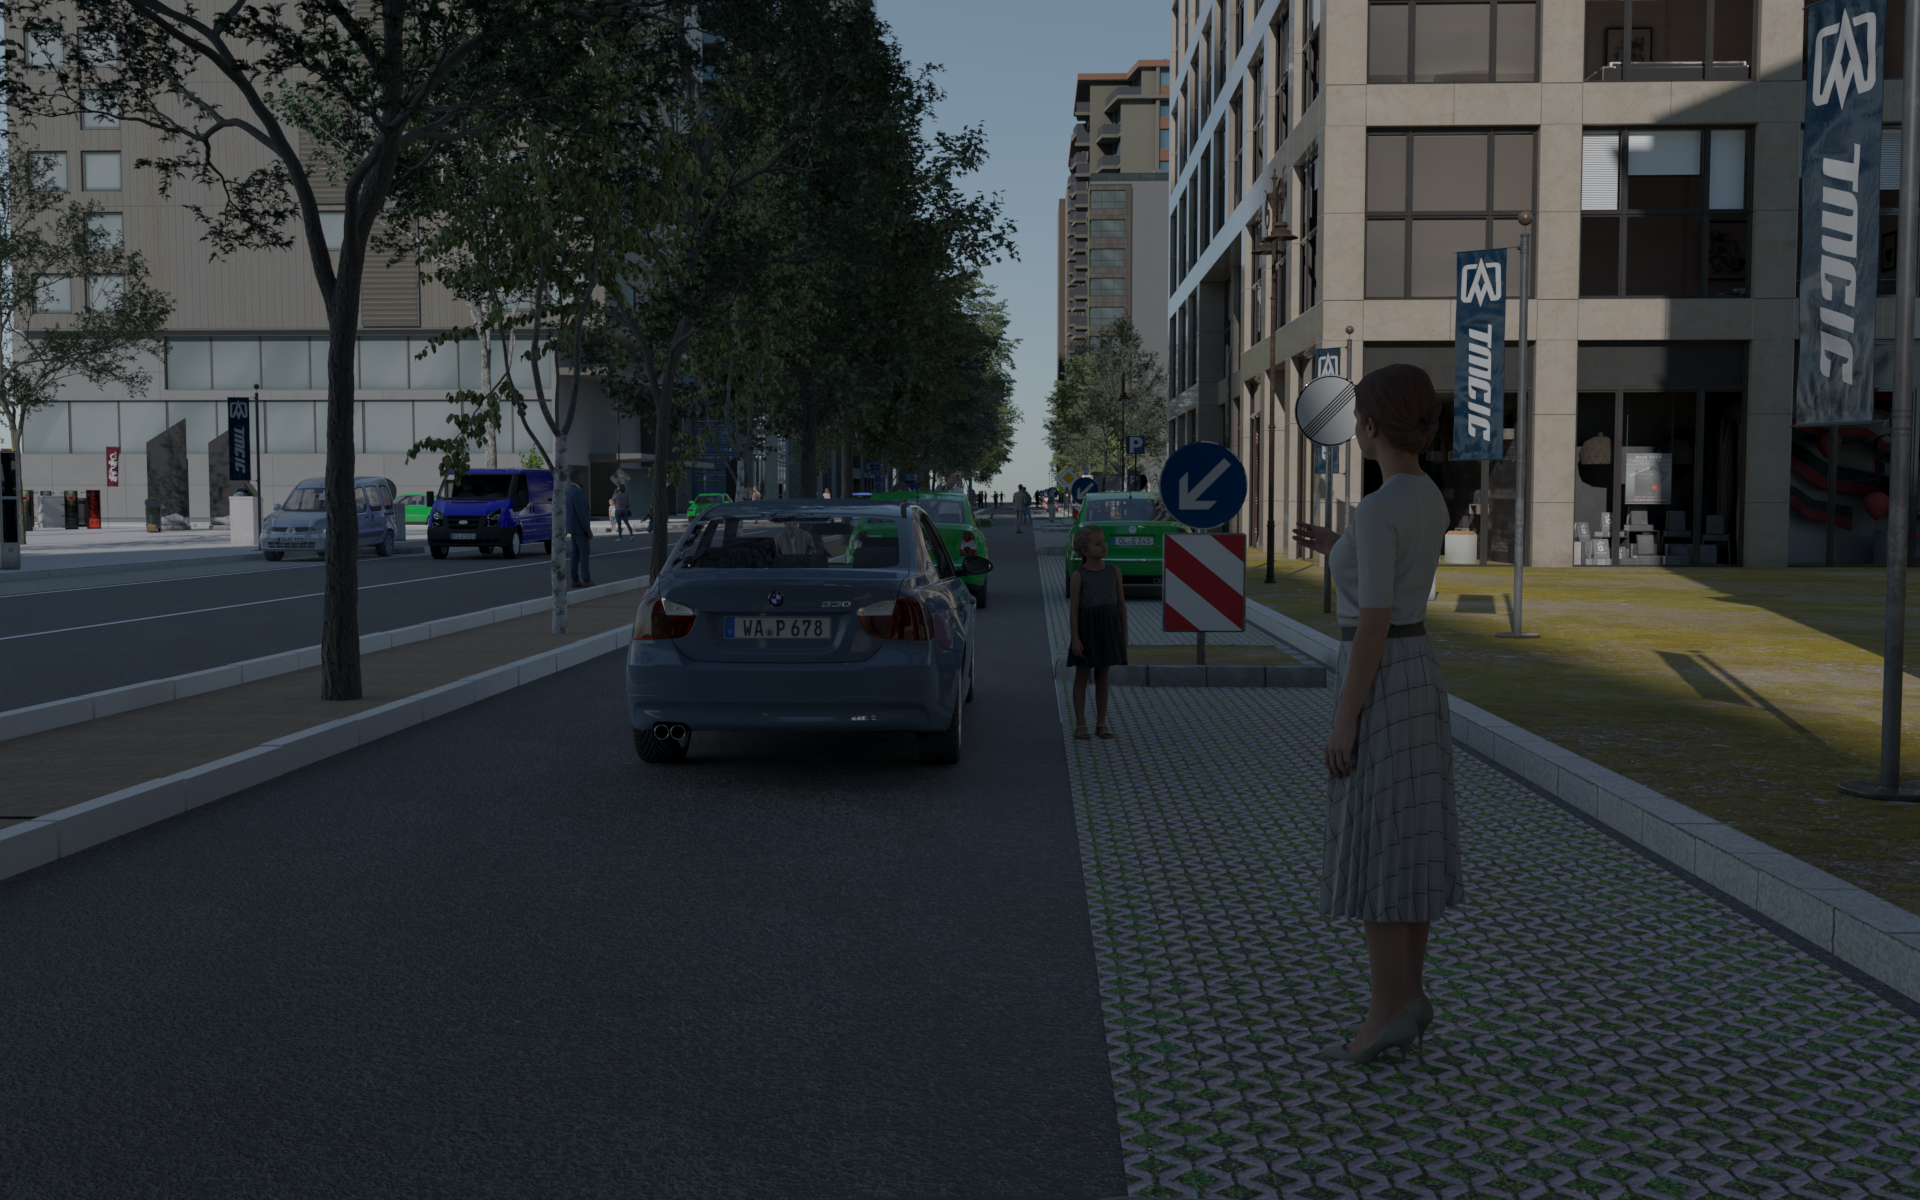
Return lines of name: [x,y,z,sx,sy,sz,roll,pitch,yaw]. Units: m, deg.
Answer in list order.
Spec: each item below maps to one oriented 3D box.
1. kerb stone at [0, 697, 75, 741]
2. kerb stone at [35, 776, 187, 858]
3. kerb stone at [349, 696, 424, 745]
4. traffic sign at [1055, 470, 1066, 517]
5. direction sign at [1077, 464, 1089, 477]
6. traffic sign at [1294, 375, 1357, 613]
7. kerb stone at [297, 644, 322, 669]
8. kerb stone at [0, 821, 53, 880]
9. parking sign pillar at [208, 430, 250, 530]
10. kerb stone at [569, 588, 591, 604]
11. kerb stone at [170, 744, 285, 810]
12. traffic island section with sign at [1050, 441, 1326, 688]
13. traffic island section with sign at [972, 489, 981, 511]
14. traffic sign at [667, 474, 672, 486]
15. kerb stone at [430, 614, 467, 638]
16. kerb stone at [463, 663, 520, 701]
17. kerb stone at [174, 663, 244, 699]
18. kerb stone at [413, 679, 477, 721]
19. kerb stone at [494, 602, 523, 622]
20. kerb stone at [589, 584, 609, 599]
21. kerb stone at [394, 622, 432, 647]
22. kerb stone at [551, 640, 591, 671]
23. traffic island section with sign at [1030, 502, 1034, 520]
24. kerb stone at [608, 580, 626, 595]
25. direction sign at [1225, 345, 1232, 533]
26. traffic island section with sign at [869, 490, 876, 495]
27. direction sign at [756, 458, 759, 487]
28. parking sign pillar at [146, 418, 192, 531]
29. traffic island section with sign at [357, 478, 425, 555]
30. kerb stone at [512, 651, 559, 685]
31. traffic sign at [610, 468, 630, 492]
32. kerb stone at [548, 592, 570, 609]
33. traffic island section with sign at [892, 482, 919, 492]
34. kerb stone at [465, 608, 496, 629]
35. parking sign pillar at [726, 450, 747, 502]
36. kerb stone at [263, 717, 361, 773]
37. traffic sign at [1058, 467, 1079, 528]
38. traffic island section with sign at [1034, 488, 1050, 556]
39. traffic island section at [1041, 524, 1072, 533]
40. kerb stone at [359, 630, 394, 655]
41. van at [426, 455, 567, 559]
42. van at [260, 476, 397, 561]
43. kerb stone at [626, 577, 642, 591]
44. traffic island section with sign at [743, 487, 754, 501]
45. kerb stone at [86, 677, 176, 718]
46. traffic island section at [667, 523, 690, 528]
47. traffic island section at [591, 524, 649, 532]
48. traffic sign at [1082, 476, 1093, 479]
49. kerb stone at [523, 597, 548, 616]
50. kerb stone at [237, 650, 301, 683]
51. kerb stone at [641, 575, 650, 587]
kerb stone: [-5.565,0.720,10.453,0.120,0.150,1.000,0,4,2]
kerb stone: [-3.581,0.910,7.320,0.120,0.150,1.000,0,4,2]
kerb stone: [-3.464,0.727,10.388,0.120,0.150,1.000,0,4,2]
traffic sign: [4.414,-4.268,73.419,0.795,2.450,0.064,0,4,2]
direction sign: [9.161,-8.398,129.298,0.876,3.537,0.379,0,4,-2]
traffic sign: [3.959,-1.130,18.582,0.768,2.556,0.104,0,4,3]
kerb stone: [-5.401,0.468,14.550,0.120,0.150,1.000,0,4,2]
kerb stone: [-3.623,0.975,6.299,0.120,0.150,1.000,0,4,2]
parking sign pillar: [-26.006,-4.476,61.652,1.447,3.967,1.447,-1,4,-11]
kerb stone: [-5.070,-0.035,22.770,0.120,0.150,1.000,0,4,2]
kerb stone: [-3.539,0.853,8.345,0.120,0.150,1.000,0,4,2]
traffic island section with sign: [1.741,-0.311,13.713,1.989,1.847,2.006,0,4,2]
traffic island section with sign: [0.948,-8.584,148.491,2.006,1.907,1.989,0,4,2]
traffic sign: [-12.666,-4.310,74.114,0.795,2.450,0.064,0,4,2]
kerb stone: [-5.273,0.280,17.634,0.120,0.150,1.000,0,4,2]
kerb stone: [-3.383,0.597,12.438,0.120,0.150,1.000,0,4,2]
kerb stone: [-5.475,0.599,12.505,0.120,0.150,1.000,0,4,2]
kerb stone: [-3.420,0.664,11.409,0.120,0.150,1.000,0,4,2]
kerb stone: [-5.196,0.154,19.678,0.120,0.150,1.000,0,4,2]
kerb stone: [-5.035,-0.098,23.792,0.120,0.150,1.000,0,4,2]
kerb stone: [-5.320,0.350,16.602,0.120,0.150,1.000,0,4,2]
kerb stone: [-3.293,0.474,14.489,0.120,0.150,1.000,0,4,2]
traffic island section with sign: [4.996,-5.320,95.617,1.989,1.847,2.006,0,4,2]
kerb stone: [-4.992,-0.160,24.813,0.120,0.150,1.000,0,4,2]
direction sign: [4.144,-2.129,26.803,0.379,3.537,0.876,1,4,13]
traffic island section with sign: [-8.743,-10.096,173.691,1.989,1.847,2.006,0,4,2]
direction sign: [-12.827,-7.214,109.951,0.379,3.537,0.876,0,4,2]
parking sign pillar: [-28.052,-4.456,61.330,1.447,3.967,1.447,-1,4,-15]
traffic island section with sign: [-13.987,-2.012,41.517,1.989,1.847,2.006,0,4,2]
kerb stone: [-3.336,0.534,13.462,0.120,0.150,1.000,0,4,2]
traffic sign: [-12.982,-3.822,66.135,0.795,2.450,0.064,0,4,2]
kerb stone: [-5.117,0.035,21.735,0.120,0.150,1.000,0,4,2]
traffic island section with sign: [-2.017,-3.992,73.411,2.006,1.907,1.989,0,4,2]
kerb stone: [-5.239,0.222,18.657,0.120,0.150,1.000,0,4,2]
parking sign pillar: [-13.779,-7.240,106.843,1.447,3.967,1.447,2,4,25]
kerb stone: [-3.506,0.785,9.366,0.120,0.150,1.000,0,4,2]
traffic sign: [4.098,-3.780,65.441,0.795,2.450,0.064,0,4,2]
traffic island section with sign: [2.819,-1.970,40.844,1.989,1.847,2.006,0,4,2]
traffic island section: [4.122,-2.644,65.517,2.009,0.180,2.903,0,4,2]
kerb stone: [-5.359,0.406,15.576,0.120,0.150,1.000,0,4,2]
van: [-10.649,-2.176,39.963,2.240,2.365,5.245,0,4,2]
van: [-13.885,-1.905,38.157,2.013,2.044,4.112,0,4,3]
kerb stone: [-4.956,-0.220,25.841,0.120,0.150,1.000,0,4,2]
traffic island section with sign: [-11.806,-5.370,96.420,1.989,1.847,2.006,0,4,2]
kerb stone: [-5.522,0.657,11.477,0.120,0.150,1.000,0,4,2]
traffic island section: [-12.690,-3.174,74.177,2.009,0.180,2.903,0,4,2]
traffic island section: [-13.006,-2.686,66.198,2.009,0.180,2.903,0,4,2]
traffic sign: [6.964,-5.661,94.683,0.606,2.300,0.079,0,4,8]
kerb stone: [-5.150,0.093,20.704,0.120,0.150,1.000,0,4,2]
kerb stone: [-5.436,0.532,13.529,0.120,0.150,1.000,0,4,2]
kerb stone: [-4.907,-0.285,26.863,0.120,0.150,1.000,0,4,2]
